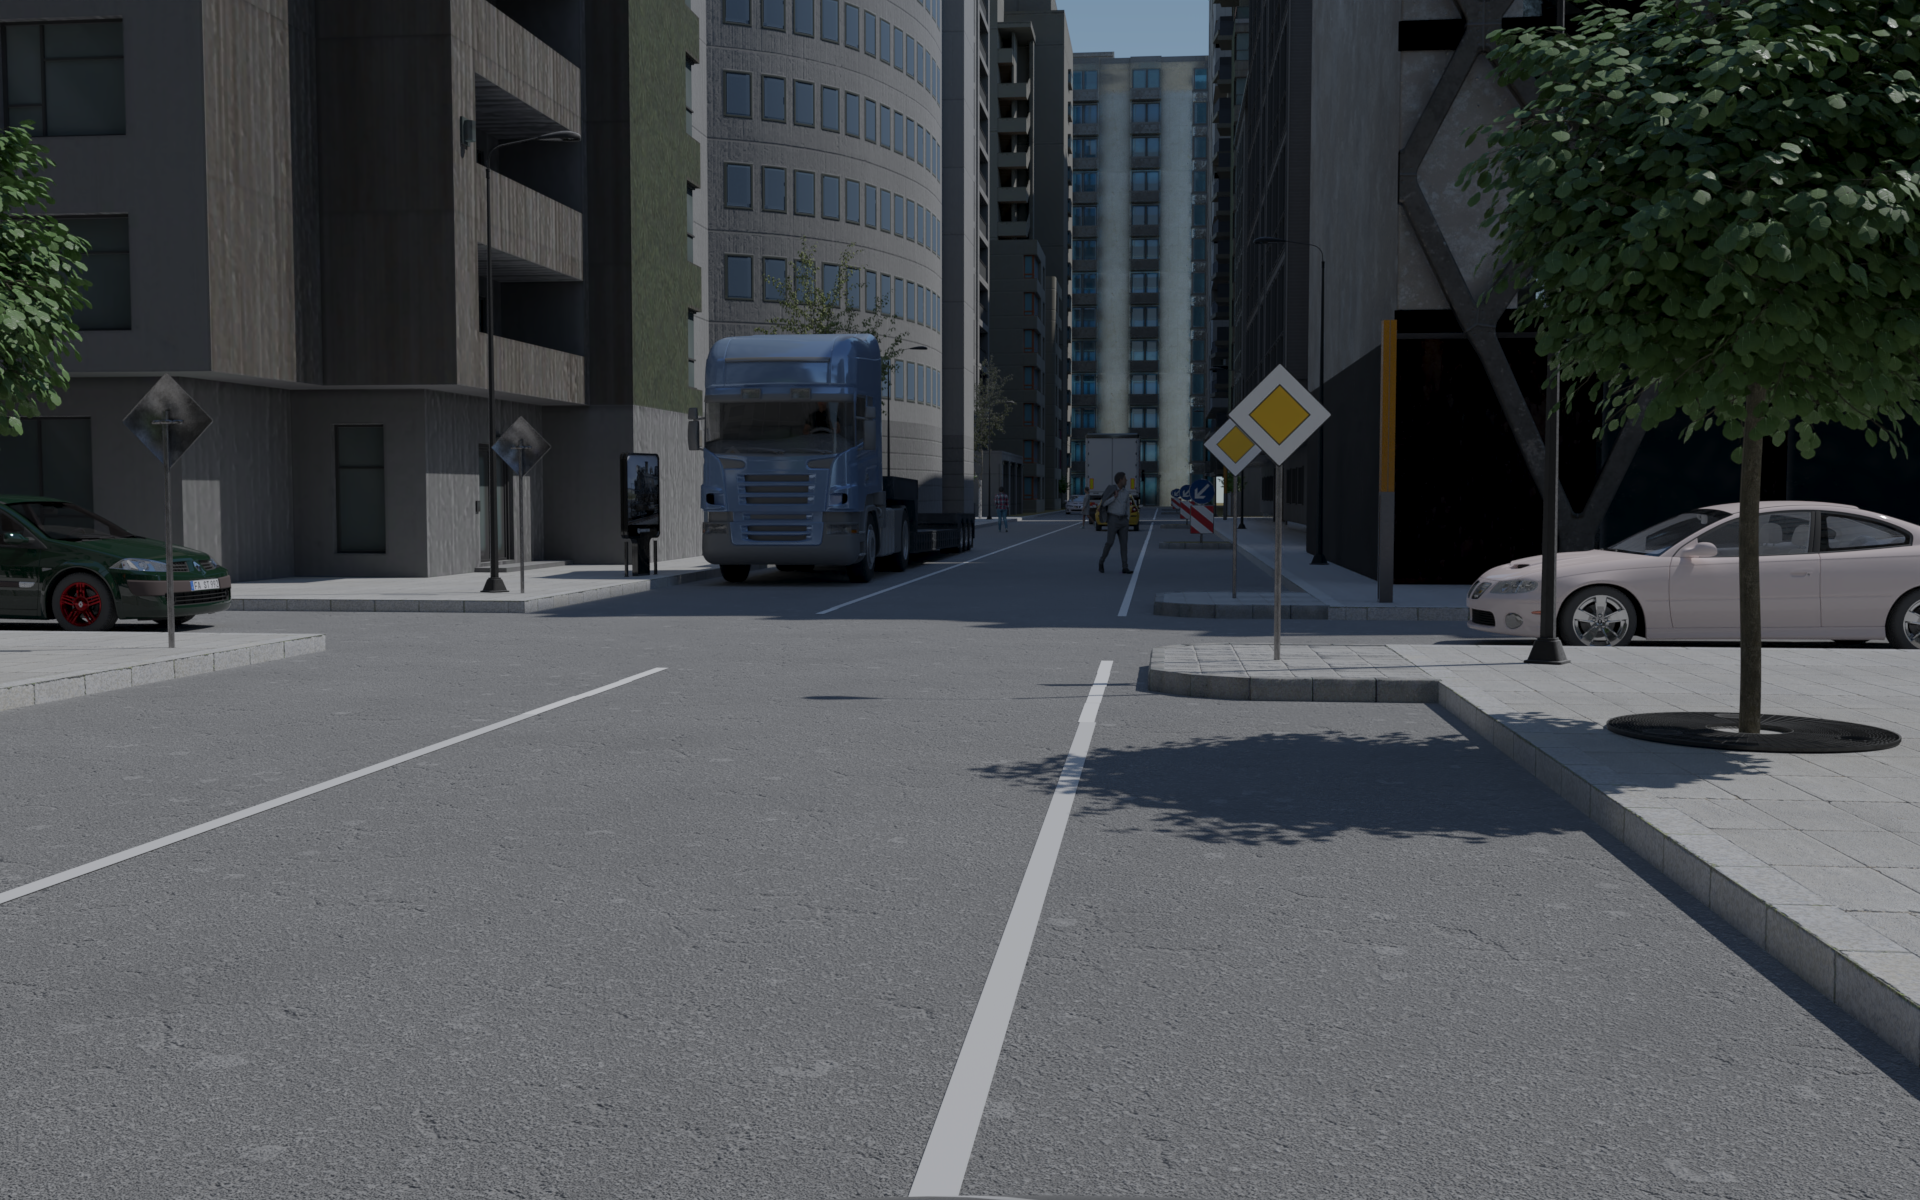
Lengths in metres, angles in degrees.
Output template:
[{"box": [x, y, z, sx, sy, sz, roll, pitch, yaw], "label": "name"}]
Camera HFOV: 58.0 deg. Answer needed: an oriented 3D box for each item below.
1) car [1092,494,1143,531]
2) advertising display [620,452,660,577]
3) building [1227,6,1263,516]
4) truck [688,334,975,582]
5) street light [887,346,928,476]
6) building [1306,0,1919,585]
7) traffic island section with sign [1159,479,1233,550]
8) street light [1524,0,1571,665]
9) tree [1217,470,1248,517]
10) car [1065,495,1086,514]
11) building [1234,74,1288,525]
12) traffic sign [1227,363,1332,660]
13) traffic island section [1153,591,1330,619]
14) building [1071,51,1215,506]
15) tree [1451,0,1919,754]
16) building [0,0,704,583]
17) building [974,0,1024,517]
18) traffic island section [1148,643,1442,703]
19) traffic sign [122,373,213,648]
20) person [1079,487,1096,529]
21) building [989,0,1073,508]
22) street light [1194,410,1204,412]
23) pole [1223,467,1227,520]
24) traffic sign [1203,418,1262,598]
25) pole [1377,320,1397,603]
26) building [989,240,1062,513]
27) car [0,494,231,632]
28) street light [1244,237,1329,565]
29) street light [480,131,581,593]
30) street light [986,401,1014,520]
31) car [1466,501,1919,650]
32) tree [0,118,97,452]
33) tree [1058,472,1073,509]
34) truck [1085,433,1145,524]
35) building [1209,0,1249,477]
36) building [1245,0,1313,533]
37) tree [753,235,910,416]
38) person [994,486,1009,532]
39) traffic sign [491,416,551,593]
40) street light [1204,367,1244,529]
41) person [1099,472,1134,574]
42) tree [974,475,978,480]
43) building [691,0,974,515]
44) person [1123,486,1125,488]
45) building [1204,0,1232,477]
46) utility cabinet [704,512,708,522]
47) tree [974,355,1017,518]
[{"box": [6.211, -3.547, 68.225, 2.015, 1.641, 3.980, 0, 4, 5], "label": "car"}, {"box": [-5.010, -1.342, 27.159, 0.123, 1.923, 0.974, 1, 4, 21], "label": "advertising display"}, {"box": [23.529, -20.445, 105.984, 14.160, 30.474, 14.107, 0, 4, 7], "label": "building"}, {"box": [-1.854, -2.769, 35.039, 2.967, 4.110, 18.799, 0, 4, 6], "label": "truck"}, {"box": [-1.715, -5.015, 54.531, 1.470, 5.913, 1.316, 0, 4, 7], "label": "street light"}, {"box": [14.916, -9.827, 28.118, 16.811, 18.784, 16.820, 0, 4, 7], "label": "building"}, {"box": [6.265, -2.272, 45.779, 1.989, 1.847, 2.006, 0, 4, 7], "label": "traffic island section with sign"}, {"box": [3.929, -2.478, 13.059, 1.470, 5.913, 1.316, 0, 4, 7], "label": "street light"}, {"box": [15.458, -6.345, 98.347, 1.663, 3.219, 1.824, 0, 3, 0], "label": "tree"}, {"box": [8.486, -6.779, 123.198, 2.083, 1.381, 4.827, 0, 4, 5], "label": "car"}, {"box": [20.216, -15.898, 79.005, 14.314, 24.678, 30.058, 0, 4, 7], "label": "building"}, {"box": [2.448, -0.593, 13.333, 0.795, 2.450, 0.064, 0, 4, 7], "label": "traffic sign"}, {"box": [3.400, 0.058, 21.339, 2.009, 0.180, 2.903, 0, 4, 7], "label": "traffic island section"}, {"box": [13.891, -34.930, 190.710, 30.456, 49.044, 23.786, 0, 4, 7], "label": "building"}, {"box": [4.300, -1.556, 9.155, 4.285, 4.588, 4.351, 0, 3, 0], "label": "tree"}, {"box": [-13.091, -15.744, 29.114, 14.160, 30.474, 14.107, 0, 4, 7], "label": "building"}, {"box": [-6.579, -40.905, 107.054, 20.563, 71.187, 20.611, 0, 4, 7], "label": "building"}, {"box": [2.473, 0.543, 13.407, 2.009, 0.180, 2.903, 0, 4, 7], "label": "traffic island section"}, {"box": [-6.582, -0.658, 14.405, 0.795, 2.450, 0.064, 0, 4, 7], "label": "traffic sign"}, {"box": [5.291, -3.832, 71.909, 0.760, 1.731, 0.466, -2, 4, -32], "label": "person"}, {"box": [-0.486, -33.009, 163.398, 21.600, 48.544, 21.300, 0, 4, 7], "label": "building"}, {"box": [13.591, -7.532, 95.695, 1.470, 5.913, 1.316, 0, 4, 7], "label": "street light"}, {"box": [13.066, -5.592, 85.271, 0.158, 3.312, 0.155, 0, 3, 0], "label": "pole"}, {"box": [3.375, -1.078, 21.264, 0.795, 2.450, 0.064, 0, 4, 7], "label": "traffic sign"}, {"box": [5.031, -1.625, 20.405, 0.158, 3.312, 0.155, 0, 3, 0], "label": "pole"}, {"box": [-6.828, -17.659, 133.769, 27.650, 21.520, 28.899, 0, 4, 7], "label": "building"}, {"box": [-9.983, -0.530, 18.452, 4.222, 1.686, 2.009, 0, 4, 8], "label": "car"}, {"box": [6.000, -3.600, 31.397, 1.470, 5.913, 1.316, 0, 4, 7], "label": "street light"}, {"box": [-5.543, -3.049, 22.386, 1.470, 5.913, 1.316, 0, 4, 7], "label": "street light"}, {"box": [2.013, -6.992, 86.853, 1.470, 5.913, 1.316, 0, 4, 7], "label": "street light"}, {"box": [7.179, -0.223, 16.009, 4.827, 1.381, 2.083, 0, 4, 5], "label": "car"}, {"box": [-7.693, -1.734, 12.064, 4.285, 4.588, 4.351, 0, 3, 0], "label": "tree"}, {"box": [8.751, -9.479, 149.587, 1.663, 3.219, 1.824, 0, 3, 0], "label": "tree"}, {"box": [7.662, -5.909, 85.523, 2.839, 4.237, 11.283, 0, 4, 7], "label": "truck"}, {"box": [29.699, -28.867, 126.605, 22.147, 44.769, 28.867, 0, 4, 7], "label": "building"}, {"box": [16.264, -15.815, 52.090, 14.314, 27.812, 24.014, 0, 4, 7], "label": "building"}, {"box": [-3.768, -6.105, 50.175, 4.737, 8.622, 4.395, 0, 3, 0], "label": "tree"}, {"box": [1.574, -3.416, 65.185, 0.563, 1.720, 0.643, 0, 4, -2], "label": "person"}, {"box": [-5.655, -1.143, 22.336, 0.795, 2.450, 0.064, 0, 4, 7], "label": "traffic sign"}, {"box": [9.823, -5.566, 63.543, 1.470, 5.913, 1.316, 0, 4, 7], "label": "street light"}, {"box": [2.798, -1.388, 31.294, 0.679, 1.850, 0.850, -3, 4, -36], "label": "person"}, {"box": [-0.138, -5.480, 84.191, 1.663, 3.219, 1.824, 0, 3, 0], "label": "tree"}, {"box": [-11.393, -32.196, 68.398, 21.231, 58.520, 28.212, 0, 4, 7], "label": "building"}, {"box": [6.802, -3.961, 73.279, 0.660, 1.820, 0.620, 1, 4, 19], "label": "person"}, {"box": [35.945, -34.599, 154.929, 28.713, 52.752, 27.495, 0, 4, 7], "label": "building"}, {"box": [-6.858, -2.124, 43.407, 0.318, 1.500, 1.173, 3, 4, 39], "label": "utility cabinet"}, {"box": [0.837, -8.620, 91.292, 4.360, 8.622, 3.978, 0, 3, 0], "label": "tree"}]
